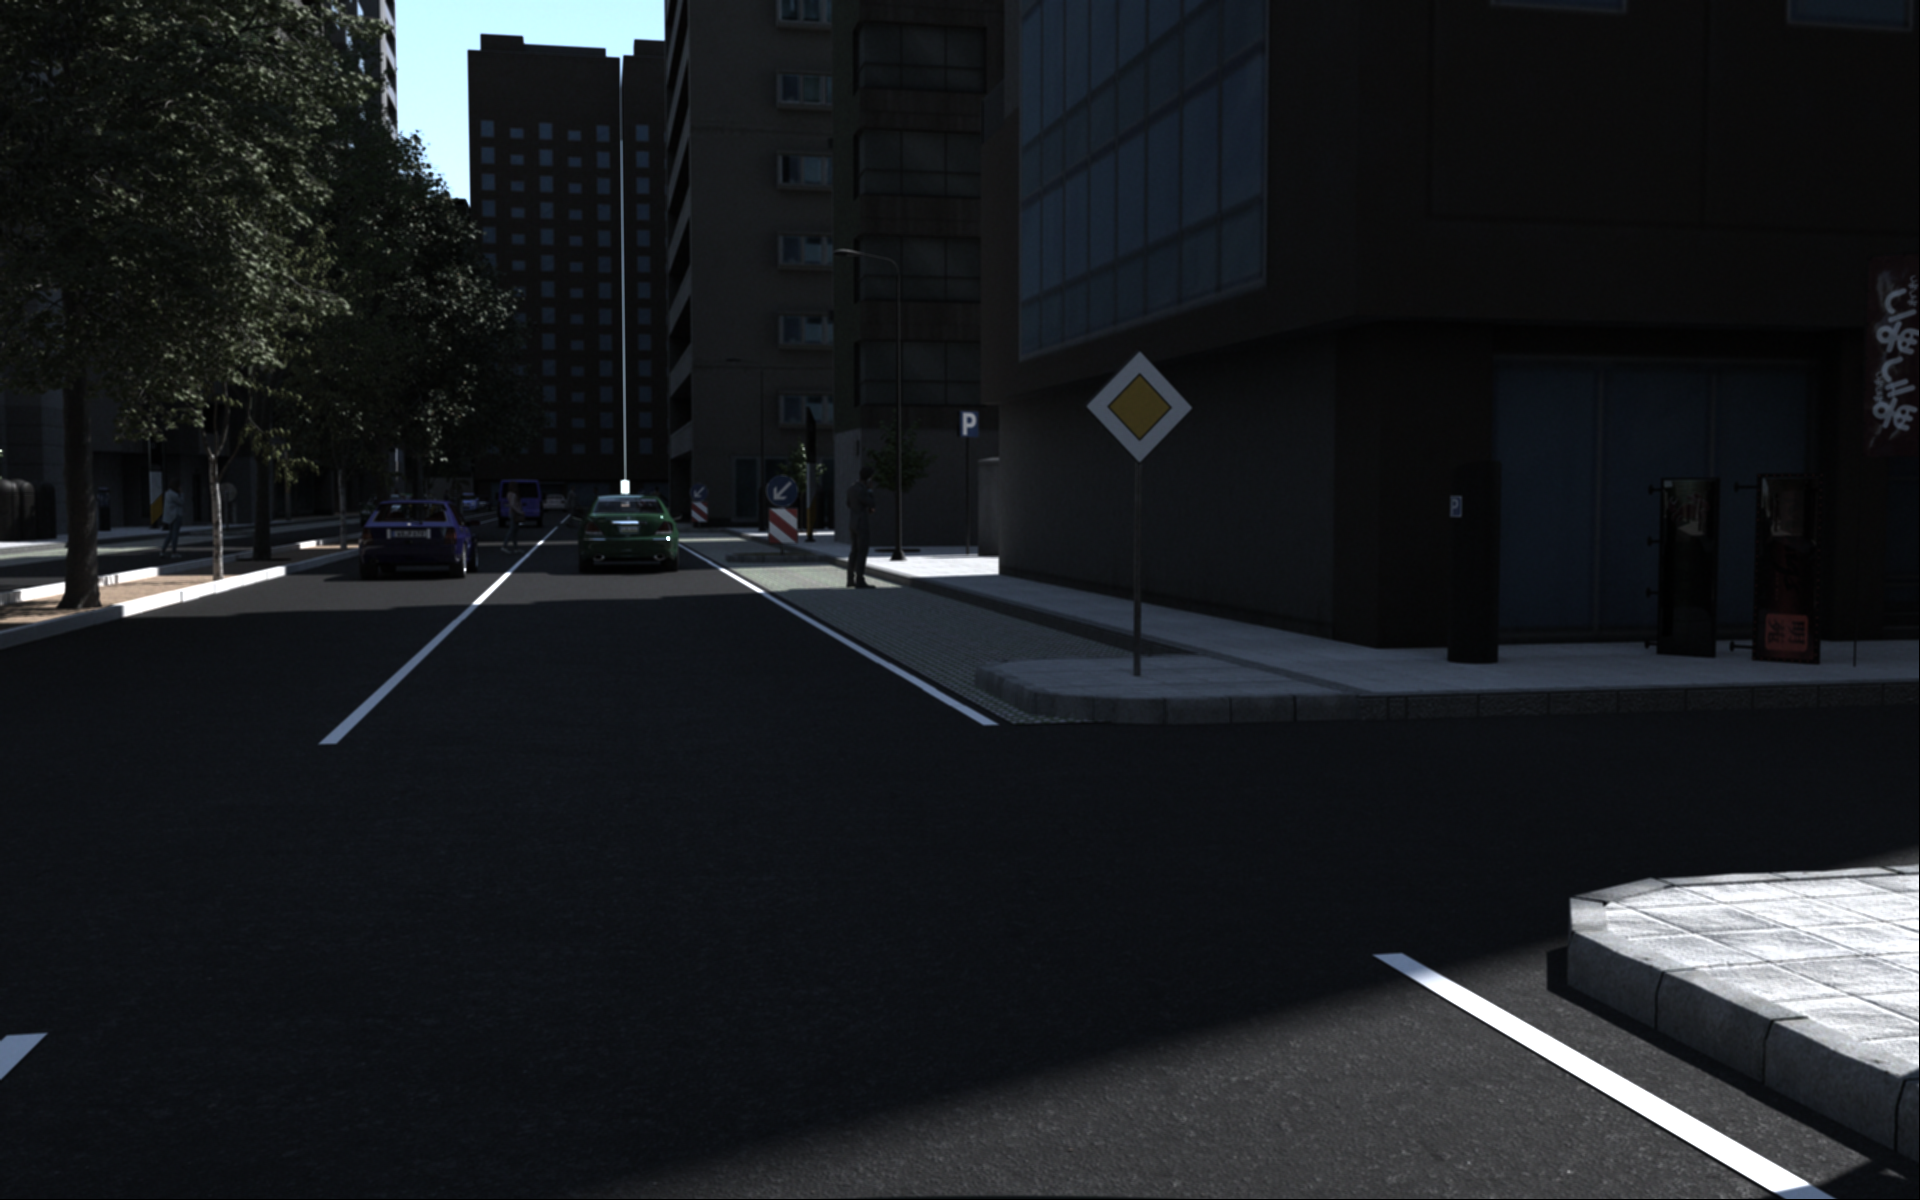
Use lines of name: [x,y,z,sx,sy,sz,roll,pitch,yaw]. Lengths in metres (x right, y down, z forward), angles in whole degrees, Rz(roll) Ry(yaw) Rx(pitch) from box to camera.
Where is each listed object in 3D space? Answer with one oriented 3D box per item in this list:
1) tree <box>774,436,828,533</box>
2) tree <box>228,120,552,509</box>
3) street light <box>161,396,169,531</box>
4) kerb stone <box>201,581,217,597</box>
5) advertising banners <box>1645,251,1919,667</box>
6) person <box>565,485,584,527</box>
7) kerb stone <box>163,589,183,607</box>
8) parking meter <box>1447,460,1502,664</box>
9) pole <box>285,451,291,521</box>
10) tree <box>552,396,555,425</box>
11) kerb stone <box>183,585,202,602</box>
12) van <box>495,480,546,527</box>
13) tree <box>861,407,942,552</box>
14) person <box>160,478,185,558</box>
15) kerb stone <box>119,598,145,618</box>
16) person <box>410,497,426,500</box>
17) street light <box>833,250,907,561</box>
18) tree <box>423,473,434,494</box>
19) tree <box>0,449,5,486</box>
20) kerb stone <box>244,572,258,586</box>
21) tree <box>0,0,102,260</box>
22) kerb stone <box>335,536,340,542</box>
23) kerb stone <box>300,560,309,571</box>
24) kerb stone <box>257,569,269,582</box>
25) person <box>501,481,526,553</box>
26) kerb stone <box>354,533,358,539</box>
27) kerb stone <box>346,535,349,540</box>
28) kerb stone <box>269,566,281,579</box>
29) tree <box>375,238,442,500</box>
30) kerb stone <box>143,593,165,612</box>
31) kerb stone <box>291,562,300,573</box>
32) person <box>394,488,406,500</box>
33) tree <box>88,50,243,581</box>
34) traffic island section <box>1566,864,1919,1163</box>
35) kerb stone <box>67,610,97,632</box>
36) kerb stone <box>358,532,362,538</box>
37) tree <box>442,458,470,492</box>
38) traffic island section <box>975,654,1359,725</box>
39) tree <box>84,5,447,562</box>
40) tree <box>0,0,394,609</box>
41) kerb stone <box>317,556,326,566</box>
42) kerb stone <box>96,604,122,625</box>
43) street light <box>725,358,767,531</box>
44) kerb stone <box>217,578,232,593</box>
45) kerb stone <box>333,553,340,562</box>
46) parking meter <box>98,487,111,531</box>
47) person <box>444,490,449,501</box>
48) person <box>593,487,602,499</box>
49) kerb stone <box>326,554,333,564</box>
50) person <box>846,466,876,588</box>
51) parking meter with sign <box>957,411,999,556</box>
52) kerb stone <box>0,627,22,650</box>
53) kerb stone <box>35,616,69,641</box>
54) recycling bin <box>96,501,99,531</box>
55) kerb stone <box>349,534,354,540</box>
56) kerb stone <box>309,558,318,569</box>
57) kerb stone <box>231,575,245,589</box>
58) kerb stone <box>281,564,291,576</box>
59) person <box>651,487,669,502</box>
tree: [-5.429,-3.862,57.747,1.663,3.219,1.824,0,3,0]
tree: [-17.567,-8.131,52.413,9.611,12.733,9.660,0,3,0]
street light: [-27.365,-5.401,60.841,1.470,5.913,1.316,-1,4,-12]
kerb stone: [-10.675,-0.134,24.398,0.120,0.150,1.000,-1,4,-12]
advertising banners: [6.271,-1.036,13.129,2.074,3.025,0.090,3,5,44]
person: [-16.631,-4.026,74.443,0.853,1.813,0.709,1,4,12]
kerb stone: [-10.252,-0.011,22.383,0.120,0.150,1.000,-1,4,-12]
parking meter: [3.926,-0.294,13.222,0.372,1.533,0.369,0,3,0]
pole: [-31.951,-5.411,82.313,0.158,3.312,0.155,0,3,0]
tree: [-19.500,-8.719,62.026,9.611,12.733,9.660,0,3,0]
kerb stone: [-10.455,-0.073,23.396,0.120,0.150,1.000,-1,4,-12]
van: [-19.438,-4.418,76.619,2.240,2.365,5.245,-1,4,-14]
tree: [-1.465,-2.693,38.639,1.663,3.219,1.824,0,3,0]
person: [-17.728,-1.847,38.955,0.793,1.790,0.793,1,4,10]
kerb stone: [-9.813,0.112,20.374,0.120,0.150,1.000,-1,4,-12]
person: [-29.349,-5.199,94.030,1.217,1.766,0.721,-3,5,-41]
street light: [-1.722,-3.709,33.181,1.470,5.913,1.316,-1,4,-12]
tree: [-48.714,-9.970,157.606,1.663,3.219,1.824,0,3,0]
tree: [-33.800,-4.048,60.781,1.663,3.219,1.824,0,3,0]
kerb stone: [-11.310,-0.318,27.400,0.120,0.150,1.000,-1,4,-12]
tree: [-9.970,-3.829,15.430,4.360,8.622,3.978,0,3,0]
kerb stone: [-18.478,-1.760,51.057,0.120,0.150,1.000,-1,4,-12]
kerb stone: [-12.374,-0.618,32.417,0.120,0.150,1.000,-1,4,-12]
kerb stone: [-11.525,-0.380,28.407,0.120,0.150,1.000,-1,4,-12]
person: [-10.861,-2.012,41.984,0.643,1.750,0.593,-2,4,-29]
kerb stone: [-19.344,-2.010,55.066,0.120,0.150,1.000,-1,4,-12]
kerb stone: [-18.919,-1.888,53.057,0.120,0.150,1.000,-1,4,-12]
kerb stone: [-11.735,-0.441,29.411,0.120,0.150,1.000,-1,4,-12]
tree: [-15.994,-5.620,44.713,4.737,8.622,4.395,0,3,0]
kerb stone: [-10.033,0.050,21.378,0.120,0.150,1.000,-1,4,-12]
kerb stone: [-12.165,-0.564,31.415,0.120,0.150,1.000,-1,4,-12]
person: [-28.679,-4.825,88.109,1.217,1.743,0.721,-1,4,-10]
tree: [-12.107,-4.598,27.996,4.737,8.622,4.395,0,3,0]
traffic island section: [2.928,1.092,4.423,2.009,0.180,2.903,-1,4,-12]
kerb stone: [-9.390,0.235,18.366,0.120,0.150,1.000,-1,4,-12]
kerb stone: [-19.550,-2.072,56.072,0.120,0.150,1.000,-1,4,-12]
tree: [-21.287,-7.118,69.194,4.737,8.622,4.395,0,3,0]
traffic island section: [1.267,0.614,12.234,2.009,0.180,2.903,-1,4,-12]
tree: [-14.801,-6.630,36.616,9.928,11.665,9.643,0,3,0]
tree: [-11.196,-6.186,21.722,7.486,12.596,7.792,0,3,0]
kerb stone: [-12.794,-0.748,34.424,0.120,0.150,1.000,-1,4,-12]
kerb stone: [-9.597,0.180,19.371,0.120,0.150,1.000,-1,4,-12]
street light: [-7.309,-5.306,59.302,1.470,5.913,1.316,-1,4,-12]
kerb stone: [-10.883,-0.196,25.400,0.120,0.150,1.000,-1,4,-12]
kerb stone: [-13.232,-0.871,36.431,0.120,0.150,1.000,-1,4,-12]
parking meter: [-29.666,-3.157,60.030,0.372,1.533,0.369,0,3,0]
person: [-33.281,-6.288,112.231,0.530,1.710,0.541,-1,4,-15]
person: [-16.802,-4.368,80.261,0.721,1.781,0.623,-2,4,-27]
kerb stone: [-13.017,-0.809,35.422,0.120,0.150,1.000,-1,4,-12]
person: [-1.474,-1.100,26.287,0.447,1.846,0.655,-2,4,-30]
parking meter with sign: [0.730,-2.422,35.856,0.543,3.016,1.738,-3,5,-43]
kerb stone: [-8.966,0.357,16.361,0.120,0.150,1.000,-1,4,-12]
kerb stone: [-9.176,0.296,17.362,0.120,0.150,1.000,-1,4,-12]
recycling bin: [-30.537,-2.971,61.131,0.722,1.027,0.722,-1,4,-17]
kerb stone: [-19.128,-1.949,54.061,0.120,0.150,1.000,-1,4,-12]
kerb stone: [-12.584,-0.684,33.417,0.120,0.150,1.000,-1,4,-12]
kerb stone: [-11.100,-0.257,26.399,0.120,0.150,1.000,-1,4,-12]
kerb stone: [-11.948,-0.501,30.412,0.120,0.150,1.000,-1,4,-12]
person: [-15.597,-4.932,89.234,1.348,1.812,0.705,0,4,8]
